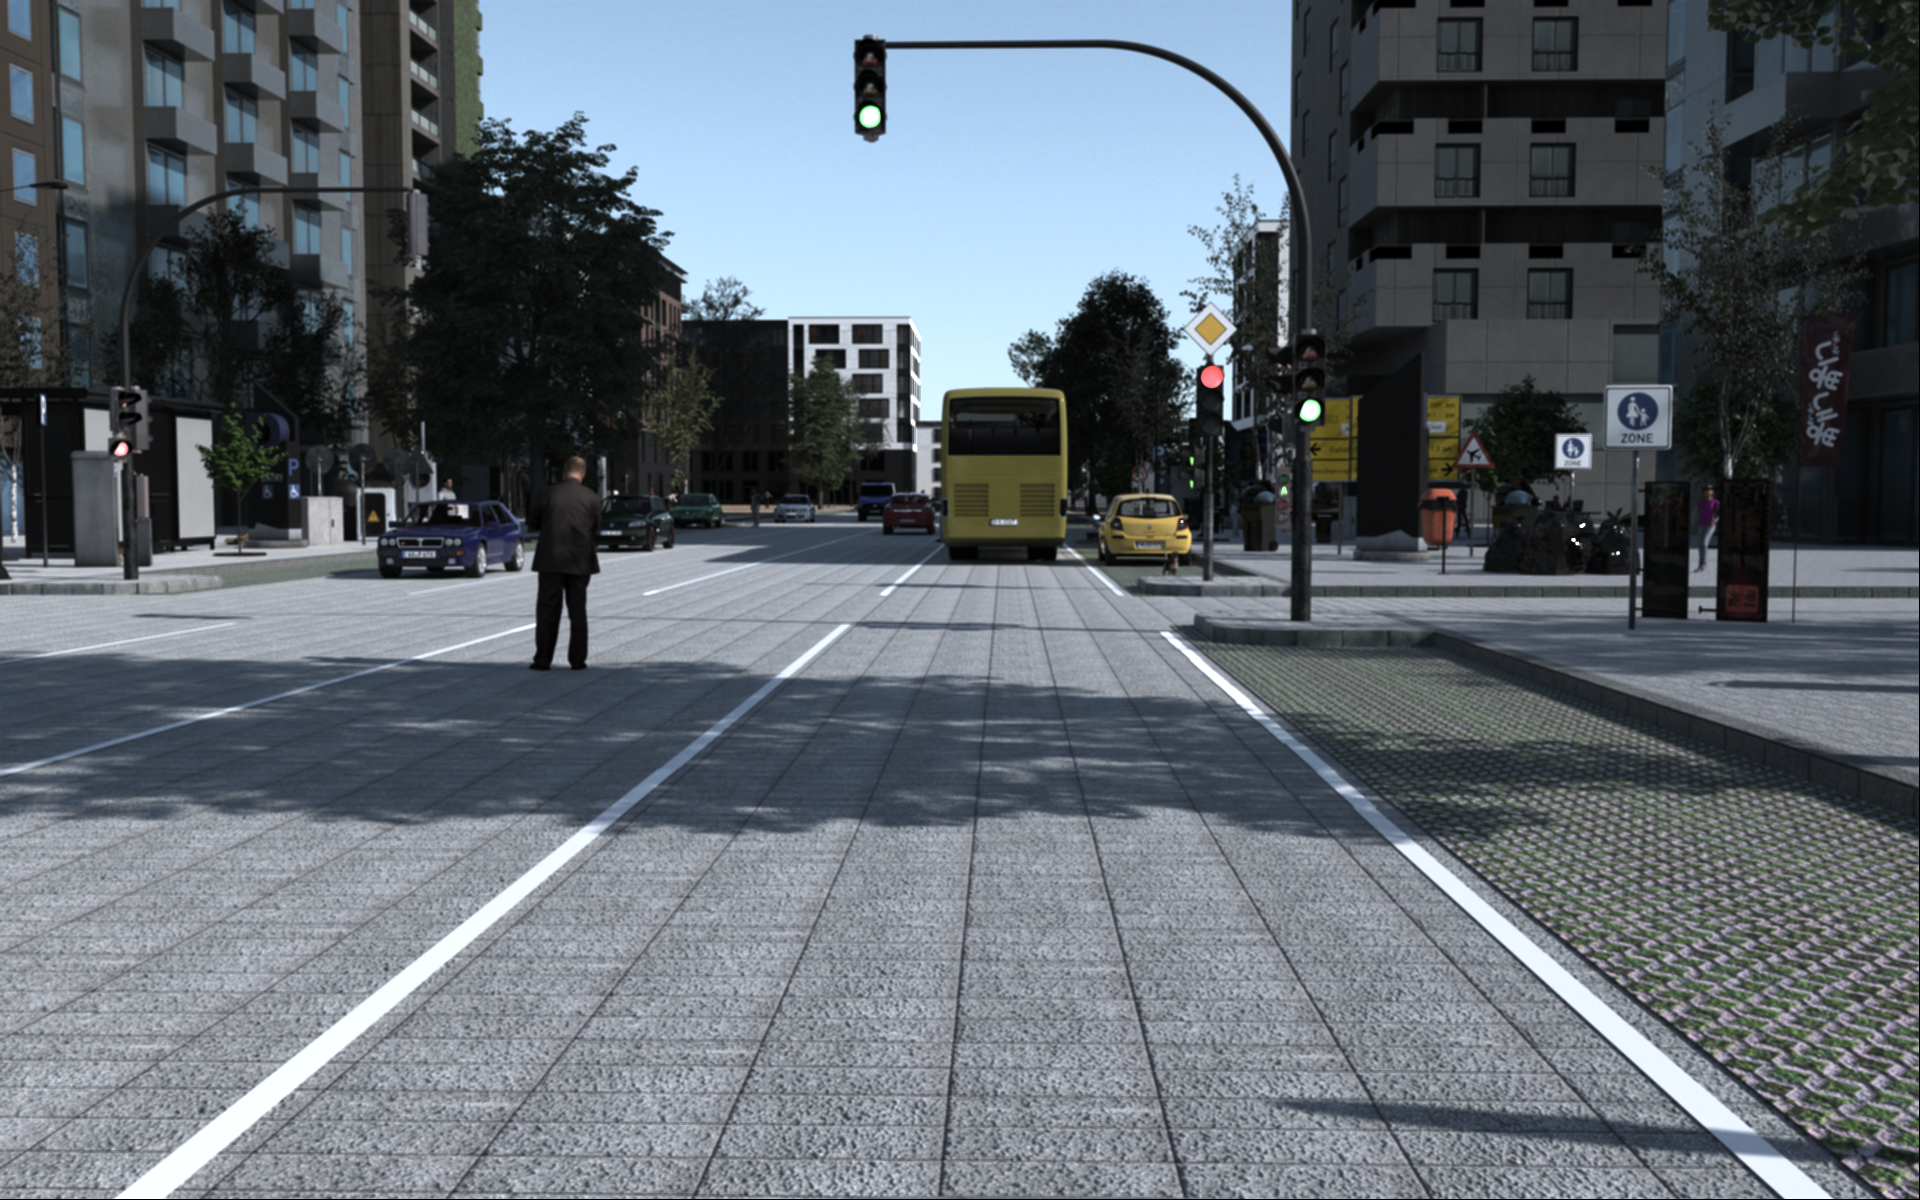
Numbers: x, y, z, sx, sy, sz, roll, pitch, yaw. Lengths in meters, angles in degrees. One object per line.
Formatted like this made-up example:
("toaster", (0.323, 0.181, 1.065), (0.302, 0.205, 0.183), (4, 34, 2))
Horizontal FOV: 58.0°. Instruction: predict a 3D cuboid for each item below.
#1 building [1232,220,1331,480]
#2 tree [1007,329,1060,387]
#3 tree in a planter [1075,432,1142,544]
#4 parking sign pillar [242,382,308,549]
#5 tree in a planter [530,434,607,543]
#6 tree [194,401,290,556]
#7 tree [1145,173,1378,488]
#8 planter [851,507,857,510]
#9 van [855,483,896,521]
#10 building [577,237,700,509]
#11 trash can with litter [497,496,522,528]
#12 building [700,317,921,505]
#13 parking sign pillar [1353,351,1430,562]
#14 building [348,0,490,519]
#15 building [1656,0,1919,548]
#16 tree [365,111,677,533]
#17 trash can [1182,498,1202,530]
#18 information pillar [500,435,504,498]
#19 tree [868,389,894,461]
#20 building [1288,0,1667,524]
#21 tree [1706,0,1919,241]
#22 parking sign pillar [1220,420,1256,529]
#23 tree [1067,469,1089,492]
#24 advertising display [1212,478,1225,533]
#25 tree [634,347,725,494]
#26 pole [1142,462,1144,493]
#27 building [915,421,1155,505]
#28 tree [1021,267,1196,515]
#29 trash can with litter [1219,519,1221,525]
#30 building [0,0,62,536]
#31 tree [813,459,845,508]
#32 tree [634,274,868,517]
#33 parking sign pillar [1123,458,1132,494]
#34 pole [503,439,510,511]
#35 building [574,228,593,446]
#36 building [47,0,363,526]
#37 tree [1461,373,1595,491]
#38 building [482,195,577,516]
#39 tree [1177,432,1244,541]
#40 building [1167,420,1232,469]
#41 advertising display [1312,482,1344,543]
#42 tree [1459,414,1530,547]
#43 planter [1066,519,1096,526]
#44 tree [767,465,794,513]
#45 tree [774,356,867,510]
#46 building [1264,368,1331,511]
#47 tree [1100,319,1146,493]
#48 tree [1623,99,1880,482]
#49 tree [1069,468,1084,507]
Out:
("building", (36.514, -18.427, 145.260), (27.936, 21.610, 32.646), (0, 4, 2))
("tree", (11.639, -19.632, 176.865), (12.611, 20.169, 13.585), (0, 3, 0))
("tree in a planter", (4.336, -3.237, 50.148), (1.991, 3.239, 1.994), (0, 4, 2))
("parking sign pillar", (-16.396, -3.234, 41.353), (1.447, 3.967, 1.447), (2, 4, 24))
("tree in a planter", (-11.474, -3.301, 51.200), (1.991, 3.239, 1.994), (0, 4, 2))
("tree", (-15.151, -2.537, 36.081), (1.663, 3.219, 1.824), (0, 3, 0))
("tree", (7.234, -5.505, 40.362), (4.360, 8.622, 3.978), (0, 3, 0))
("planter", (-8.718, -8.189, 155.033), (1.991, 0.319, 1.994), (0, 4, 2))
("van", (-4.411, -5.407, 92.781), (2.240, 2.365, 5.245), (0, 4, 0))
("building", (-41.652, -18.751, 150.547), (32.646, 21.610, 27.936), (0, 4, 2))
("trash can with litter", (-17.337, -3.310, 65.181), (1.678, 1.210, 2.233), (-1, 4, -21))
("building", (-21.608, -22.620, 213.813), (32.646, 21.610, 27.936), (0, 4, 2))
("parking sign pillar", (8.328, -2.744, 33.330), (1.447, 3.967, 1.447), (3, 5, 39))
("building", (-34.486, -25.022, 92.698), (14.154, 41.232, 14.086), (0, 4, 2))
("building", (35.693, -26.092, 46.210), (30.456, 49.044, 23.786), (0, 4, 2))
("tree", (-14.160, -9.206, 57.167), (9.857, 13.997, 8.962), (0, 3, 0))
("trash can", (8.254, -3.048, 61.489), (0.748, 1.137, 0.748), (0, 3, 0))
("information pillar", (-17.747, -4.635, 67.136), (0.183, 3.616, 0.504), (-2, 4, -24))
("tree", (-11.197, -16.305, 176.958), (12.009, 13.543, 11.850), (0, 3, 0))
("building", (31.936, -30.345, 85.385), (28.713, 52.752, 27.495), (0, 4, 2))
("tree", (6.422, -5.473, 7.603), (7.486, 12.596, 7.792), (0, 3, 0))
("parking sign pillar", (10.284, -4.594, 63.591), (1.447, 3.967, 1.447), (-3, 4, -38))
("tree", (10.207, -10.779, 159.957), (4.285, 4.588, 4.351), (0, 3, 0))
("advertising display", (8.327, -3.137, 56.511), (0.123, 1.923, 0.974), (3, 5, 42))
("tree", (-13.893, -8.297, 86.015), (4.737, 8.622, 4.395), (0, 3, 0))
("pole", (10.556, -6.493, 100.003), (0.158, 3.312, 0.155), (0, 3, 0))
("building", (8.970, -15.979, 203.396), (28.070, 9.664, 9.099), (0, 4, 2))
("tree", (7.807, -10.441, 87.711), (9.611, 12.733, 9.660), (0, 3, 0))
("trash can with litter", (10.610, -3.723, 72.260), (0.624, 1.170, 1.055), (-2, 4, -26))
("building", (-35.655, -24.279, 47.073), (14.600, 45.320, 14.200), (0, 4, 2))
("tree", (-12.169, -10.795, 160.211), (4.285, 4.588, 4.351), (0, 3, 0))
("tree", (-13.451, -11.374, 96.330), (12.009, 13.543, 11.850), (0, 3, 0))
("parking sign pillar", (9.247, -6.586, 96.148), (1.447, 3.967, 1.447), (1, 4, 12))
("pole", (-16.484, -4.229, 62.988), (0.158, 3.312, 0.155), (0, 3, 0))
("building", (-33.917, -16.075, 119.249), (16.016, 20.091, 11.380), (0, 4, 2))
("building", (-38.944, -27.523, 69.602), (23.786, 49.044, 30.456), (0, 4, 2))
("tree", (15.352, -3.856, 46.766), (4.285, 4.588, 4.351), (0, 3, 0))
("building", (-33.533, -15.380, 107.876), (16.016, 20.091, 11.380), (0, 4, 2))
("tree", (7.019, -3.234, 47.471), (1.663, 3.219, 1.824), (0, 3, 0))
("building", (37.176, -15.882, 201.818), (28.070, 9.664, 9.099), (0, 4, 2))
("advertising display", (9.560, -2.461, 45.453), (0.974, 1.923, 0.123), (1, 4, 22))
("tree", (12.768, -2.913, 42.226), (1.663, 3.219, 1.824), (0, 3, 0))
("planter", (5.049, -3.438, 77.346), (1.991, 0.319, 1.994), (0, 4, 2))
("tree", (-12.198, -7.408, 115.717), (1.663, 3.219, 1.824), (0, 3, 0))
("tree", (-11.436, -13.671, 141.640), (7.486, 12.596, 7.792), (0, 3, 0))
("building", (26.845, -10.587, 115.239), (9.099, 9.664, 28.070), (0, 4, 2))
("tree", (7.721, -7.462, 72.370), (4.360, 8.622, 3.978), (0, 3, 0))
("tree", (14.931, -5.049, 32.920), (4.360, 8.622, 3.978), (0, 3, 0))
("tree", (9.352, -11.843, 144.000), (4.737, 8.622, 4.395), (0, 3, 0))
